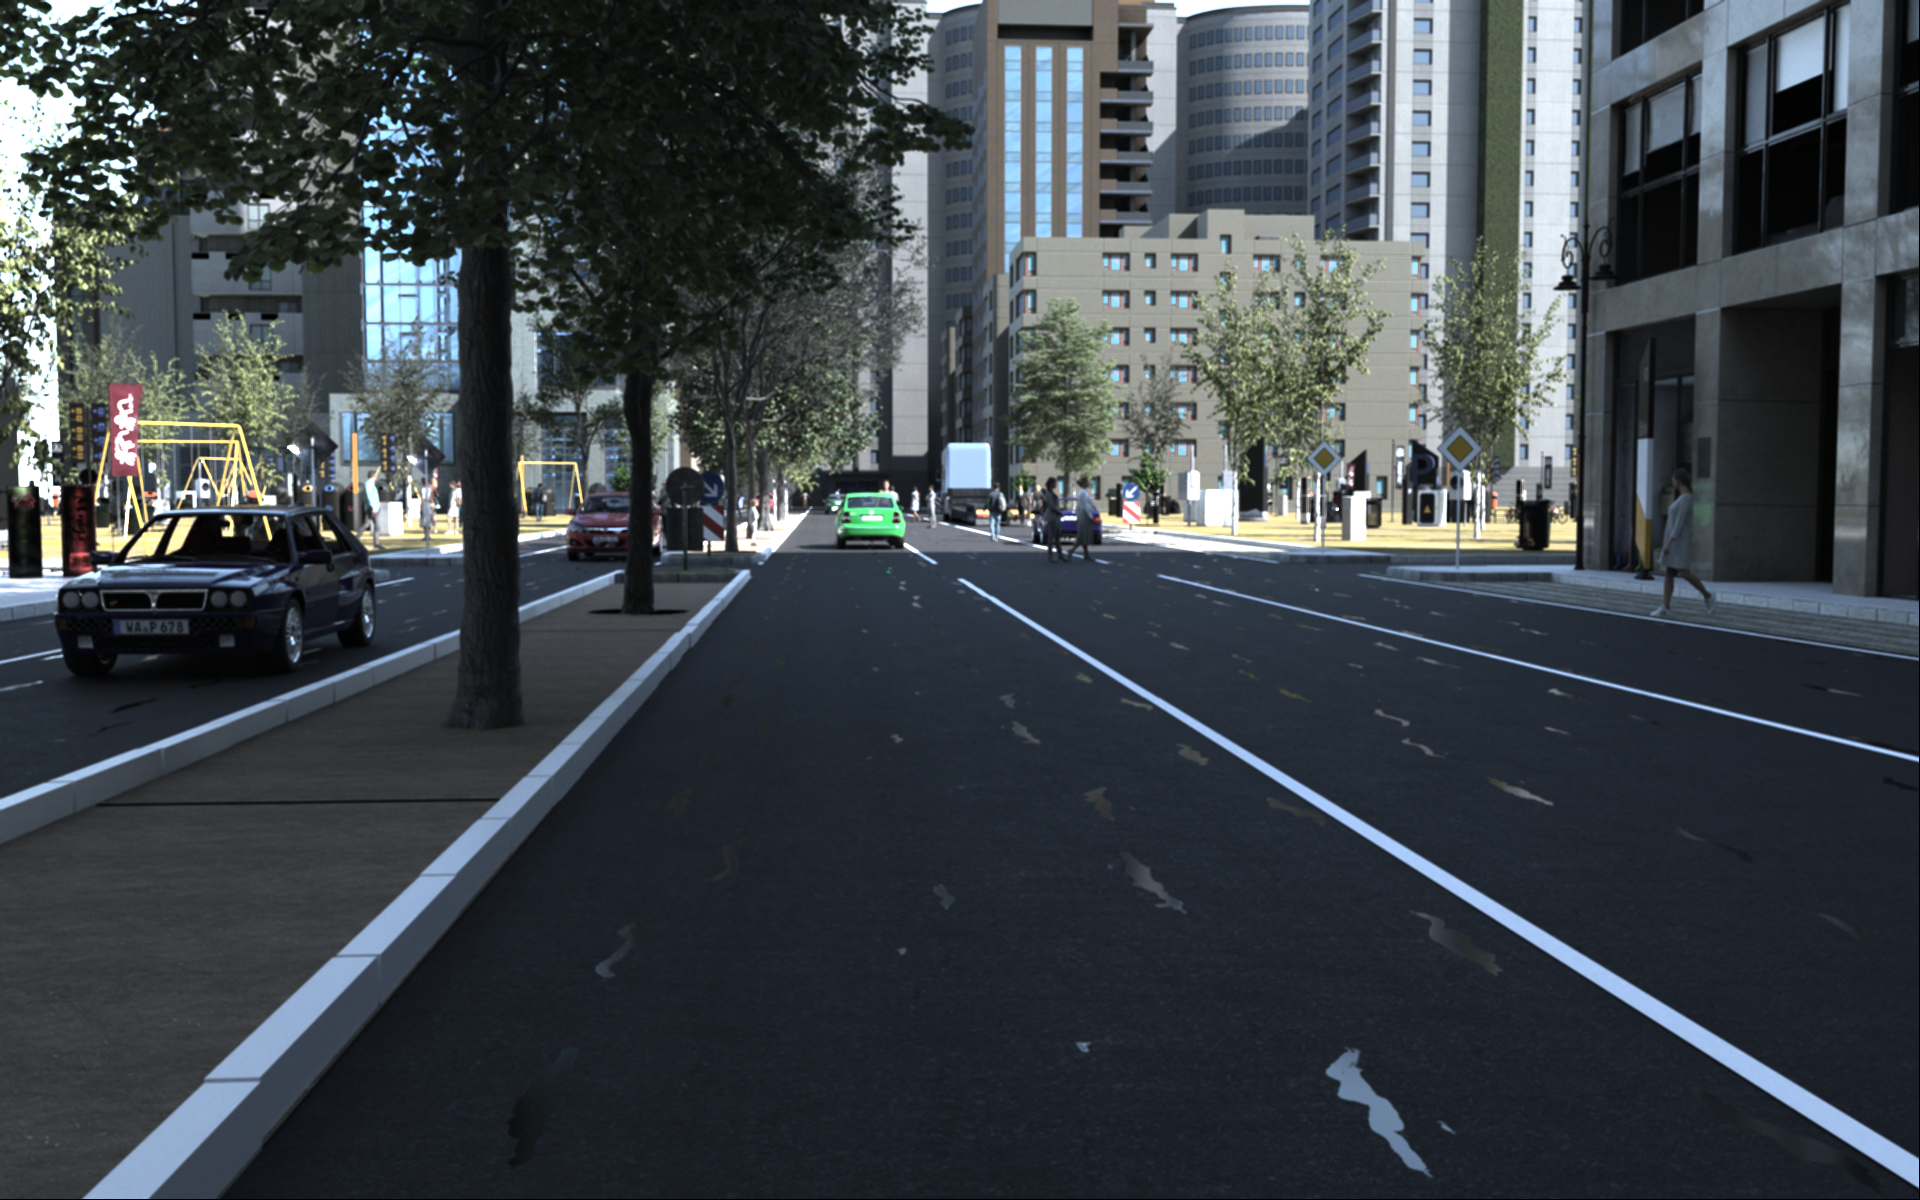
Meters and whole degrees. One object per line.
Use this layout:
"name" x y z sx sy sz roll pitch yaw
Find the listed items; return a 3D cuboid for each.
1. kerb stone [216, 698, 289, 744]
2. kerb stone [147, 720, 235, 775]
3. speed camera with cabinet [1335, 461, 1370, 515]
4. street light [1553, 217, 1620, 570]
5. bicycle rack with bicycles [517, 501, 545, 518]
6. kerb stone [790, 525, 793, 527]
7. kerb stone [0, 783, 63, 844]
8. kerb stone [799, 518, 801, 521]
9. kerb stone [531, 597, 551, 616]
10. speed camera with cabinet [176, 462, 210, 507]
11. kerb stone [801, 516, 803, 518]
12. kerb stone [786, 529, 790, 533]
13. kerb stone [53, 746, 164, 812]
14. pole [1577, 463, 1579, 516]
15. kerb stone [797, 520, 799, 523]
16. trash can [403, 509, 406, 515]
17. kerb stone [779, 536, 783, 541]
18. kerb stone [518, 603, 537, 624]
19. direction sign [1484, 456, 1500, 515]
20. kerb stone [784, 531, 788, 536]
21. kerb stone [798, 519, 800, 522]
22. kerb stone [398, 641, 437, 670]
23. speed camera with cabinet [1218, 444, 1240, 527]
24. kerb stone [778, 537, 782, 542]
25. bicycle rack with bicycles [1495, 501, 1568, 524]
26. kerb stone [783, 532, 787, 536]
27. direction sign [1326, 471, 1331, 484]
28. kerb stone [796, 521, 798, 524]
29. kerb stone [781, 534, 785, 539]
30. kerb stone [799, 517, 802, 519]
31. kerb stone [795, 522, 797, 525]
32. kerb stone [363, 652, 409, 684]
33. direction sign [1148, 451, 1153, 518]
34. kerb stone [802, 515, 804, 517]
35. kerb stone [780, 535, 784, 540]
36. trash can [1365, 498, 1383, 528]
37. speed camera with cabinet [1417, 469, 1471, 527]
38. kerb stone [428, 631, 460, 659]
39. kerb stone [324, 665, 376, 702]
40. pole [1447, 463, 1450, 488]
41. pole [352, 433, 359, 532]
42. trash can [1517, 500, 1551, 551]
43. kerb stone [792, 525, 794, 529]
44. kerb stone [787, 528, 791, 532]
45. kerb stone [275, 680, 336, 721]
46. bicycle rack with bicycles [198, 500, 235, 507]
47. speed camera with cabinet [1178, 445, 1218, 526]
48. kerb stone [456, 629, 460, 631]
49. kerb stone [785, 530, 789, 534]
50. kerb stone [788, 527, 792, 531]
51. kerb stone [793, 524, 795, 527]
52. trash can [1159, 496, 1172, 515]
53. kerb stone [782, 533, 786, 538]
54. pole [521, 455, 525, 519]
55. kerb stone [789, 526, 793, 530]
"kerb stone" -4.221 0.734 10.289 0.120 0.150 1.000 0 4 -4
"kerb stone" -4.128 0.795 9.266 0.120 0.150 1.000 0 4 -4
"speed camera with cabinet" 23.579 -6.706 103.979 2.038 3.252 0.660 0 4 8
"street light" 10.496 -3.449 29.179 0.468 5.910 1.993 0 4 -4
"bicycle rack with bicycles" -23.632 -4.830 92.346 2.852 0.926 2.925 3 4 38
"kerb stone" -6.429 -2.626 65.136 0.120 0.150 1.000 0 4 -4
"kerb stone" -3.973 0.918 7.217 0.120 0.150 1.000 0 4 -4
"kerb stone" -7.964 -3.815 84.572 0.120 0.150 1.000 0 4 -4
"kerb stone" -5.020 0.103 20.532 0.120 0.150 1.000 0 4 -4
"speed camera with cabinet" -46.623 -6.786 105.292 0.660 3.252 2.038 2 4 25
"kerb stone" -8.527 -4.253 91.730 0.120 0.150 1.000 0 4 -4
"kerb stone" -5.943 -2.252 59.008 0.120 0.150 1.000 0 4 -4
"kerb stone" -4.051 0.854 8.236 0.120 0.150 1.000 0 4 -4
"pole" 31.692 -5.803 88.721 0.158 3.312 0.155 0 3 0
"kerb stone" -7.483 -3.440 78.441 0.120 0.150 1.000 0 4 -4
"trash can" -32.949 -5.607 103.333 0.748 1.137 0.748 0 3 0
"kerb stone" -5.226 -1.684 49.812 0.120 0.150 1.000 0 4 -4
"kerb stone" -4.937 0.168 19.506 0.120 0.150 1.000 0 4 -4
"direction sign" 31.908 -6.847 103.940 0.876 3.537 0.379 0 4 5
"kerb stone" -5.706 -2.060 55.947 0.120 0.150 1.000 0 4 -4
"kerb stone" -7.643 -3.565 80.487 0.120 0.150 1.000 0 4 -4
"kerb stone" -4.541 0.479 14.389 0.120 0.150 1.000 0 4 -4
"speed camera with cabinet" 10.589 -4.497 67.868 0.660 3.252 2.038 0 4 8
"kerb stone" -5.152 -1.620 48.793 0.120 0.150 1.000 0 4 -4
"bicycle rack with bicycles" 24.563 -3.785 75.270 2.852 0.926 2.925 -1 4 -17
"kerb stone" -5.548 -1.939 53.893 0.120 0.150 1.000 0 4 -4
"direction sign" 21.769 -6.792 103.039 0.379 3.537 0.876 -1 4 -23
"kerb stone" -7.242 -3.252 75.366 0.120 0.150 1.000 0 4 -4
"kerb stone" -5.388 -1.813 51.851 0.120 0.150 1.000 0 4 -4
"kerb stone" -8.212 -4.002 87.645 0.120 0.150 1.000 0 4 -4
"kerb stone" -7.083 -3.127 73.316 0.120 0.150 1.000 0 4 -4
"kerb stone" -4.455 0.540 13.362 0.120 0.150 1.000 0 4 -4
"direction sign" 10.001 -6.071 91.255 0.379 3.537 0.876 1 4 12
"kerb stone" -8.851 -4.502 95.809 0.120 0.150 1.000 0 4 -4
"kerb stone" -5.302 -1.751 50.832 0.120 0.150 1.000 0 4 -4
"trash can" 15.656 -3.300 65.608 0.748 1.137 0.748 0 3 0
"speed camera with cabinet" 19.111 -4.529 68.381 2.038 3.252 0.660 3 5 45
"kerb stone" -4.615 0.415 15.416 0.120 0.150 1.000 0 4 -4
"kerb stone" -4.372 0.605 12.335 0.120 0.150 1.000 0 4 -4
"pole" 31.648 -7.247 112.330 0.158 3.312 0.155 0 3 0
"pole" -20.254 -3.926 58.030 0.158 3.312 0.155 0 3 0
"trash can" 13.066 -1.700 39.456 0.748 1.137 0.748 0 3 0
"kerb stone" -6.512 -2.688 66.155 0.120 0.150 1.000 0 4 -4
"kerb stone" -6.031 -2.314 60.027 0.120 0.150 1.000 0 4 -4
"kerb stone" -4.295 0.668 11.314 0.120 0.150 1.000 0 4 -4
"bicycle rack with bicycles" -44.018 -5.471 102.838 2.852 0.926 2.925 2 4 29
"speed camera with cabinet" 9.750 -4.644 70.264 2.038 3.252 0.660 -3 5 -39
"kerb stone" -4.698 0.356 16.443 0.120 0.150 1.000 0 4 -4
"kerb stone" -5.791 -2.125 56.966 0.120 0.150 1.000 0 4 -4
"kerb stone" -6.187 -2.436 62.066 0.120 0.150 1.000 0 4 -4
"kerb stone" -6.676 -2.812 68.203 0.120 0.150 1.000 0 4 -4
"trash can" 12.450 -5.710 105.013 0.748 1.137 0.748 0 3 0
"kerb stone" -5.466 -1.876 52.874 0.120 0.150 1.000 0 4 -4
"pole" -22.922 -5.928 90.758 0.158 3.312 0.155 0 3 0
"kerb stone" -6.353 -2.560 64.112 0.120 0.150 1.000 0 4 -4
